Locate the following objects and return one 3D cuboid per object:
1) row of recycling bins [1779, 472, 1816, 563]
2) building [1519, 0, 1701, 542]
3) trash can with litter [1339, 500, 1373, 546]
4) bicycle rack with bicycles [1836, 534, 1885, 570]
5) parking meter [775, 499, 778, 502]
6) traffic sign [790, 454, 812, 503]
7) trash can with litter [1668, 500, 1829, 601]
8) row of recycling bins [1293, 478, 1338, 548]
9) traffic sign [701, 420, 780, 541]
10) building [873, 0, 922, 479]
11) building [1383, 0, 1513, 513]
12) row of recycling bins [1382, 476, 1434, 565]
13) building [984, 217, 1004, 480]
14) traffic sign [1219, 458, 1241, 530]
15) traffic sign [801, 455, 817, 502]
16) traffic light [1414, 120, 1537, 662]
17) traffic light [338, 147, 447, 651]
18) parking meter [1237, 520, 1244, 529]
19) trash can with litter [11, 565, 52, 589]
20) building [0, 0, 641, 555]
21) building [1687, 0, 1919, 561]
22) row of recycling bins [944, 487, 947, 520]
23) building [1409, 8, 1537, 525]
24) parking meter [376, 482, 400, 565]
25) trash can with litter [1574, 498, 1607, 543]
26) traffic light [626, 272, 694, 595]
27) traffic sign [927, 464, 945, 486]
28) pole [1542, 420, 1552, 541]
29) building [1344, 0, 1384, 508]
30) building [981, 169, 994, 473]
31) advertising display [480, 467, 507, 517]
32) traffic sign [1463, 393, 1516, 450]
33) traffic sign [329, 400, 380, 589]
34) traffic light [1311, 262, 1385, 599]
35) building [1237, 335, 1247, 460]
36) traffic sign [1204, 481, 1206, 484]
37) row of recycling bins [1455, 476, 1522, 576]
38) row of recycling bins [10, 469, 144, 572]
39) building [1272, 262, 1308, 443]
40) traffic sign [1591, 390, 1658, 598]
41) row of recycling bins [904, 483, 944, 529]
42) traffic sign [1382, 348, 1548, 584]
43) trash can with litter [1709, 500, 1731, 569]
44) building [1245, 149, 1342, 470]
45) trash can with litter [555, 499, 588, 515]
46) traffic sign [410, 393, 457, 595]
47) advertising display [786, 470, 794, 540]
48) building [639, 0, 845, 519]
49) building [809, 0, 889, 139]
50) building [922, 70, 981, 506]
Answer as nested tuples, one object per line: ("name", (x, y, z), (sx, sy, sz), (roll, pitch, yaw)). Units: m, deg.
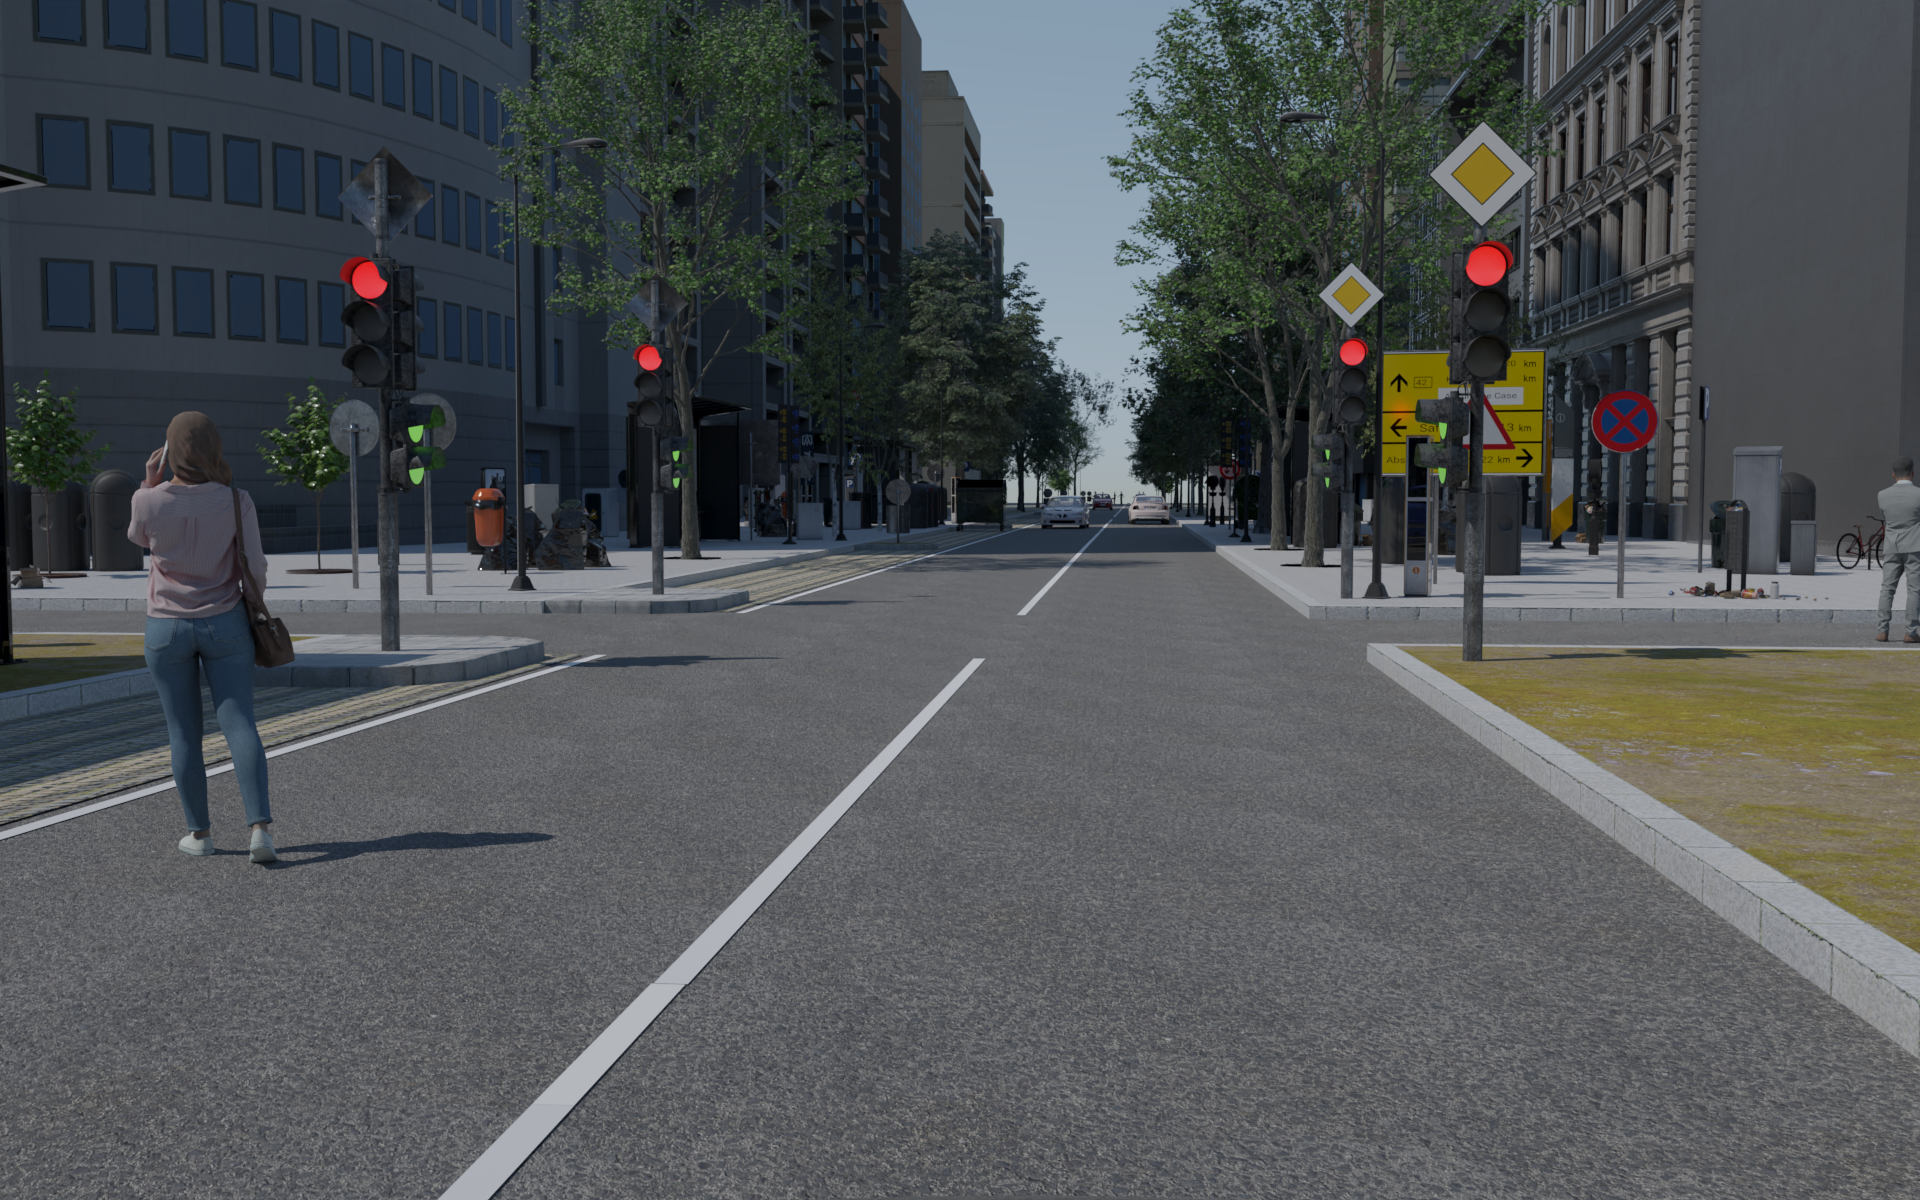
("row of recycling bins", (16.049, -1.646, 34.031), (1.069, 1.692, 3.534), (1, 4, 18))
("building", (25.011, -13.790, 54.340), (11.050, 23.489, 19.941), (0, 4, 6))
("trash can with litter", (9.898, -1.920, 42.782), (1.055, 1.170, 0.624), (3, 5, 41))
("bicycle rack with bicycles", (16.197, -0.911, 28.284), (2.852, 0.926, 2.925), (0, 4, -3))
("parking meter", (-9.940, -5.438, 94.627), (0.255, 1.863, 0.399), (-1, 4, -23))
("traffic sign", (-5.216, -3.430, 56.079), (0.884, 2.594, 0.081), (1, 4, 9))
("trash can with litter", (9.801, -0.664, 21.908), (1.678, 1.210, 2.233), (0, 4, 5))
("row of recycling bins", (8.661, -2.166, 42.527), (1.069, 1.692, 3.534), (0, 4, 8))
("traffic sign", (-6.067, -3.288, 47.632), (2.265, 3.308, 0.079), (0, 4, 6))
("building", (-11.117, -30.894, 155.233), (14.600, 45.320, 14.200), (0, 4, 6))
("building", (32.770, -25.841, 106.090), (14.154, 41.232, 14.086), (0, 4, 6))
("row of recycling bins", (8.545, -1.590, 33.115), (1.069, 1.692, 3.534), (1, 4, 15))
("building", (-1.162, -34.647, 250.074), (14.154, 41.232, 14.086), (0, 4, 6))
("traffic sign", (9.602, -3.761, 61.604), (0.768, 2.556, 0.104), (1, 4, 13))
("traffic sign", (-5.068, -3.478, 56.969), (0.768, 2.556, 0.104), (1, 4, 13))
("traffic light", (3.924, -1.486, 13.212), (0.839, 4.253, 0.868), (0, 4, 6))
("traffic light", (-4.645, -1.538, 14.063), (0.839, 4.253, 0.868), (0, 4, 6))
("parking meter", (10.410, -3.600, 64.573), (0.255, 1.863, 0.399), (3, 4, 38))
("trash can with litter", (-12.961, -0.740, 23.494), (1.055, 1.170, 0.624), (-3, 4, -39))
("building", (-23.133, -30.898, 47.189), (21.231, 58.520, 28.212), (0, 4, 6))
("building", (30.078, -14.842, 36.178), (24.014, 27.812, 14.314), (0, 4, 6))
("row of recycling bins", (-1.152, -4.883, 86.948), (1.069, 1.692, 3.534), (0, 4, 4))
("building", (29.875, -15.907, 79.140), (14.314, 24.678, 30.058), (0, 4, 6))
("parking meter", (-10.329, -1.398, 31.273), (0.372, 1.533, 0.369), (0, 3, 0))
("trash can with litter", (16.325, -2.055, 44.986), (0.624, 1.170, 1.055), (-1, 4, -11))
("traffic light", (-3.838, -2.024, 22.007), (0.839, 4.253, 0.868), (0, 4, 6))
("traffic sign", (-1.041, -4.517, 73.954), (0.768, 2.556, 0.104), (1, 4, 12))
("pole", (16.097, -3.282, 47.497), (0.158, 3.312, 0.155), (0, 3, 0))
("building", (34.303, -28.739, 119.999), (14.600, 45.320, 14.200), (0, 4, 6))
("building", (-7.160, -35.132, 229.026), (22.147, 44.769, 28.867), (0, 4, 6))
("advertising display", (-11.314, -2.252, 42.029), (0.123, 1.923, 0.974), (1, 4, 16))
("traffic sign", (6.220, -1.276, 20.860), (0.884, 2.594, 0.081), (0, 4, 6))
("traffic sign", (-8.197, -1.426, 23.423), (0.768, 2.556, 0.104), (1, 4, 13))
("traffic light", (4.731, -1.972, 21.156), (0.839, 4.253, 0.868), (0, 4, 6))
("building", (46.693, -36.374, 244.818), (14.600, 45.320, 14.200), (0, 4, 6))
("traffic sign", (13.086, -5.492, 89.803), (0.884, 2.594, 0.081), (1, 4, 12))
("row of recycling bins", (8.743, -1.324, 28.760), (1.069, 1.692, 3.534), (1, 4, 15))
("row of recycling bins", (-15.434, -1.343, 29.074), (3.534, 1.692, 1.069), (0, 4, 7))
("building", (42.726, -26.332, 202.226), (14.160, 30.474, 14.107), (0, 4, 6))
("traffic sign", (8.131, -1.293, 21.251), (0.768, 2.556, 0.104), (1, 4, 15))
("row of recycling bins", (-1.503, -3.588, 65.773), (1.069, 1.692, 3.534), (1, 4, 9))
("traffic sign", (7.077, -1.872, 24.479), (2.265, 3.308, 0.079), (1, 4, 13))
("trash can with litter", (13.344, -1.128, 29.832), (0.624, 1.170, 1.055), (0, 4, 1))
("building", (47.604, -34.772, 223.139), (22.147, 44.769, 28.867), (0, 4, 6))
("trash can with litter", (-8.534, -1.588, 37.350), (0.624, 1.170, 1.055), (1, 4, 23))
("traffic sign", (-6.742, -1.335, 21.932), (0.768, 2.556, 0.104), (1, 4, 8))
("advertising display", (-4.544, -2.506, 46.189), (0.123, 1.923, 0.974), (-1, 4, -10))
("building", (-18.222, -41.008, 108.739), (20.563, 71.187, 20.611), (0, 4, 6))
("building", (-17.456, -29.337, 134.288), (22.147, 44.769, 28.867), (0, 4, 6))
("building", (-9.116, -35.448, 203.278), (21.300, 48.544, 21.600), (0, 4, 6))
